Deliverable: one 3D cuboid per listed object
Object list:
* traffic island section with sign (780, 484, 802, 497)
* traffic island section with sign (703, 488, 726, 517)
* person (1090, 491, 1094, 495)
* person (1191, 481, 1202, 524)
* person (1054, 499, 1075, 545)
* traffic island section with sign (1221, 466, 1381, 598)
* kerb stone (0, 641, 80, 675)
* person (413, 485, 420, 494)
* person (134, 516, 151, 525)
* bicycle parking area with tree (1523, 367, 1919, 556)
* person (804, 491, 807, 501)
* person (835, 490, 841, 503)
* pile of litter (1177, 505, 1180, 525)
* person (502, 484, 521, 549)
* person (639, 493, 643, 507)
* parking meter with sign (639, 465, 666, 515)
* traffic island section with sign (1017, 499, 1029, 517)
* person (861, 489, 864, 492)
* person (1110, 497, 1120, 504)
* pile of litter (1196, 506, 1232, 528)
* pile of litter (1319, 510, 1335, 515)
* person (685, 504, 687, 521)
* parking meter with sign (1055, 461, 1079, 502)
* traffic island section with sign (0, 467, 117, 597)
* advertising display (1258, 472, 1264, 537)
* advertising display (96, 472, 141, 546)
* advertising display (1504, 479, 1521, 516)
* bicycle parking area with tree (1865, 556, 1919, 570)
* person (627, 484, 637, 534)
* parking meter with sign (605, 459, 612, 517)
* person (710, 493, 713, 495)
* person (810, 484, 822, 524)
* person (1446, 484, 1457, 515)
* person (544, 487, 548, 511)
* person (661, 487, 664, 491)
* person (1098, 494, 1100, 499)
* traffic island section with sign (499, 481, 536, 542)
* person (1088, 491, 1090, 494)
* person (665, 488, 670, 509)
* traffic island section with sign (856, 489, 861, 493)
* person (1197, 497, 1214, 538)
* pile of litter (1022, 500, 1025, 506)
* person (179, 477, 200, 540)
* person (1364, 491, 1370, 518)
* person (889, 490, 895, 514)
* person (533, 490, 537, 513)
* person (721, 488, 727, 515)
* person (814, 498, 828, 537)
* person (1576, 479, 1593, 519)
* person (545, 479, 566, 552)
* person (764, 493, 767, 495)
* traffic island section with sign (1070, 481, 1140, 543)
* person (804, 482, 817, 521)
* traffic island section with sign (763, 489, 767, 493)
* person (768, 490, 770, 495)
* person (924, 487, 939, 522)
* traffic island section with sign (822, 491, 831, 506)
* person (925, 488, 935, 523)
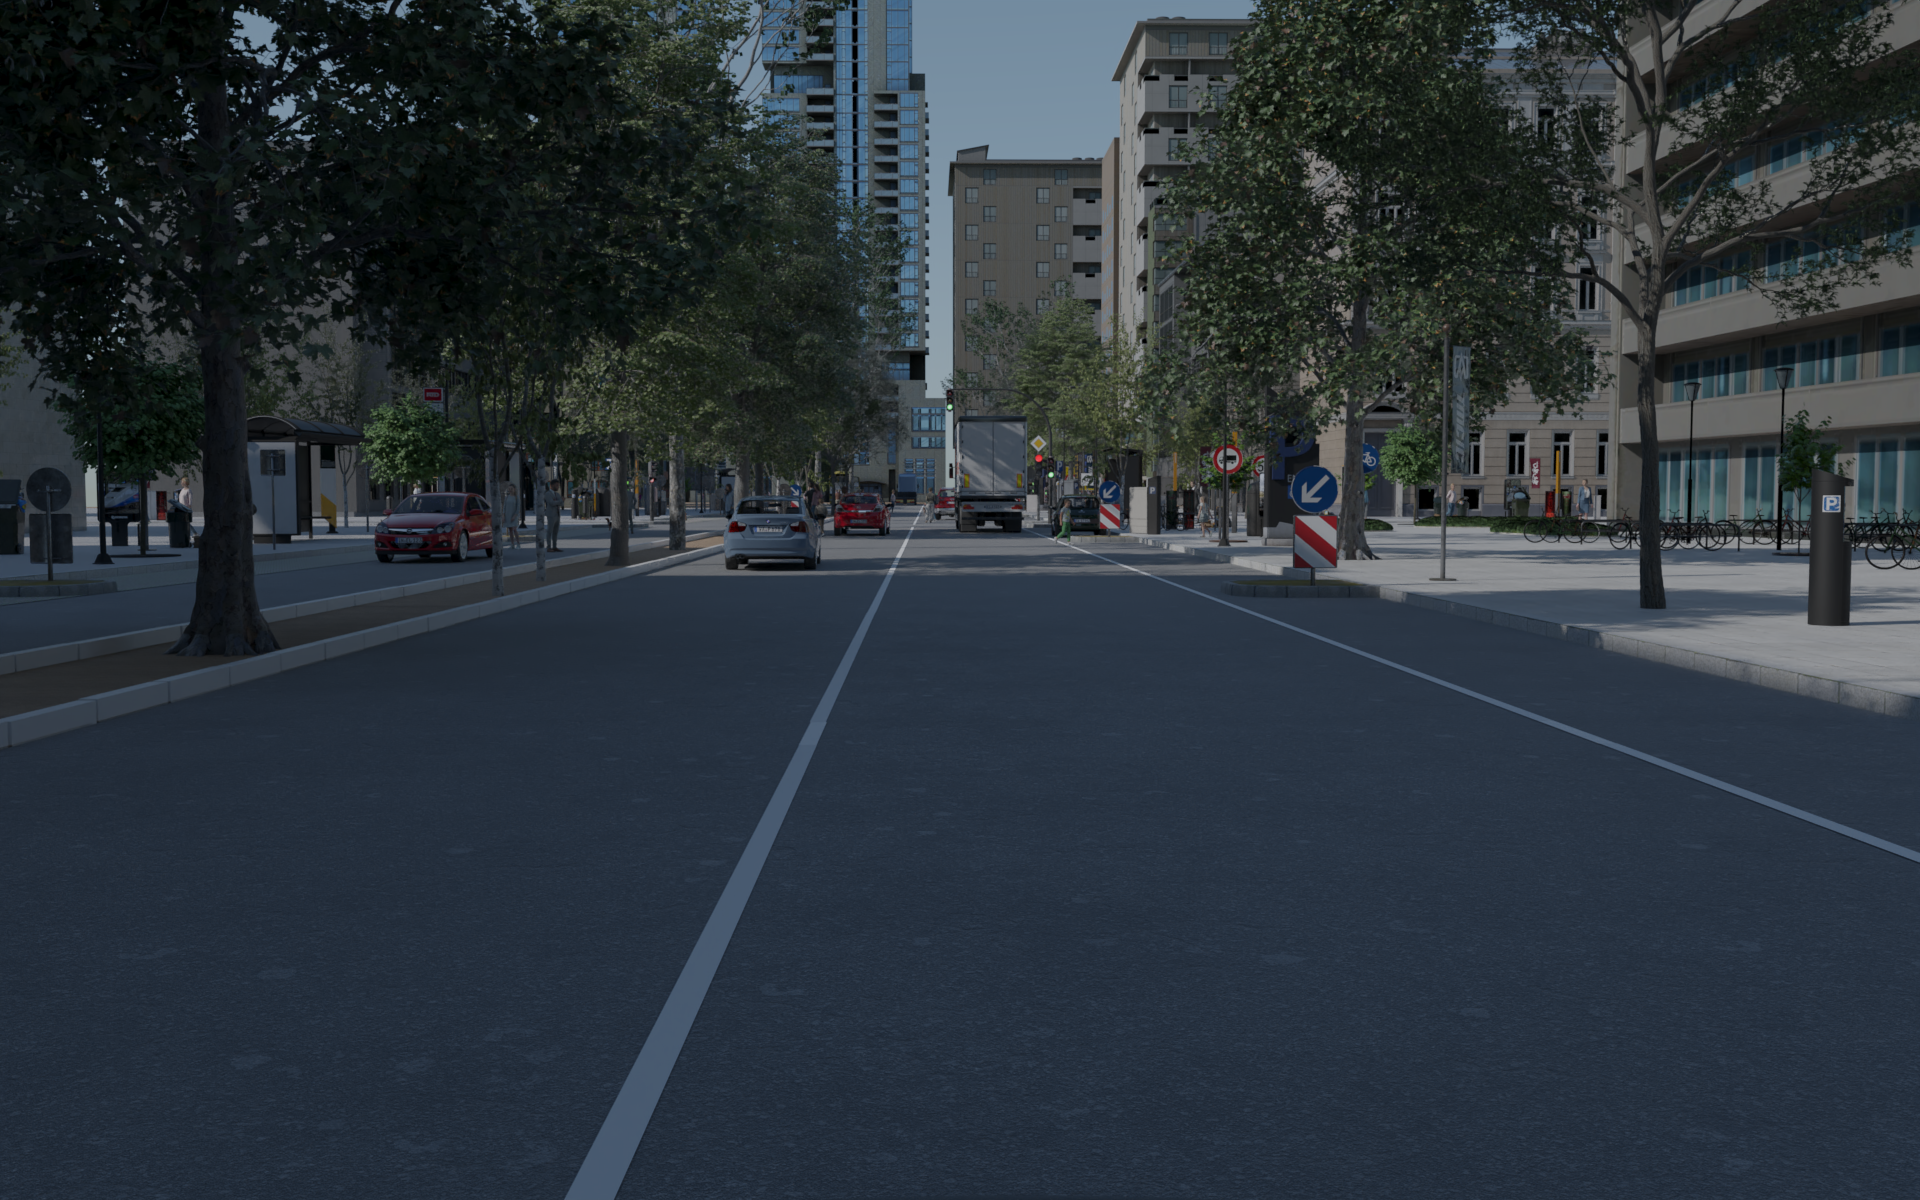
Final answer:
[{"bbox_3d":[-7.778,-4.530,82.205,2.006,1.907,1.989,0,4,-1],"label":"traffic island section with sign"},{"bbox_3d":[-14.794,-6.019,107.045,1.989,1.847,2.006,0,4,-1],"label":"traffic island section with sign"},{"bbox_3d":[13.156,-10.254,173.711,0.705,1.822,1.348,-1,4,-23],"label":"person"},{"bbox_3d":[10.052,-4.198,74.456,0.755,1.850,0.659,-1,4,-21],"label":"person"},{"bbox_3d":[2.974,-2.232,49.237,0.590,1.304,0.306,2,4,23],"label":"person"},{"bbox_3d":[4.812,-0.992,24.848,1.989,1.847,2.006,0,4,-1],"label":"traffic island section with sign"},{"bbox_3d":[-7.626,0.479,14.369,0.120,0.150,1.000,0,4,-1],"label":"kerb stone"},{"bbox_3d":[-26.758,-4.825,85.163,0.641,1.798,0.478,-1,4,-18],"label":"person"},{"bbox_3d":[-33.860,-3.980,71.707,0.643,1.750,0.593,-1,4,-19],"label":"person"},{"bbox_3d":[18.592,-3.365,42.026,9.016,4.147,8.231,1,4,15],"label":"bicycle parking area with tree"},{"bbox_3d":[-14.357,-9.303,161.537,0.436,1.711,0.756,0,4,5],"label":"person"},{"bbox_3d":[-10.587,-8.707,150.827,0.573,1.828,0.580,2,4,32],"label":"person"},{"bbox_3d":[8.849,-3.628,73.286,1.176,0.858,1.719,-1,4,-10],"label":"pile of litter"},{"bbox_3d":[-11.638,-2.174,45.045,0.512,1.701,0.522,1,4,11],"label":"person"},{"bbox_3d":[-31.697,-9.910,171.301,0.991,1.433,0.599,3,4,37],"label":"person"},{"bbox_3d":[-18.868,-6.696,105.736,1.738,3.016,0.543,-2,4,-30],"label":"parking meter with sign"},{"bbox_3d":[3.305,-6.091,108.212,1.989,1.847,2.006,0,4,-1],"label":"traffic island section with sign"},{"bbox_3d":[-7.216,-7.459,130.730,0.573,1.790,0.520,0,4,-2],"label":"person"},{"bbox_3d":[6.335,-3.920,70.397,0.793,1.790,0.793,1,4,18],"label":"person"},{"bbox_3d":[9.690,-3.195,66.197,1.719,0.858,1.176,-2,4,-27],"label":"pile of litter"},{"bbox_3d":[10.784,-2.188,49.743,1.176,0.858,1.719,0,4,4],"label":"pile of litter"},{"bbox_3d":[-14.843,-5.135,92.708,0.529,1.795,0.600,-2,4,-30],"label":"person"},{"bbox_3d":[5.756,-5.717,89.731,1.738,3.016,0.543,3,5,43],"label":"parking meter with sign"},{"bbox_3d":[-13.318,-0.991,24.827,1.989,1.847,2.006,0,4,-1],"label":"traffic island section with sign"},{"bbox_3d":[9.147,-2.803,51.044,0.123,1.923,0.974,-2,4,-28],"label":"advertising display"},{"bbox_3d":[-20.676,-2.286,42.586,0.974,1.923,0.123,-1,4,-20],"label":"advertising display"},{"bbox_3d":[24.084,-4.301,75.530,0.974,1.923,0.123,-2,4,-33],"label":"advertising display"},{"bbox_3d":[18.728,-2.354,25.488,9.016,4.147,8.231,1,4,21],"label":"bicycle parking area with tree"},{"bbox_3d":[-11.975,-3.290,62.392,0.635,1.810,0.391,-3,5,-43],"label":"person"},{"bbox_3d":[-16.936,-5.476,85.798,0.543,3.016,1.738,1,4,13],"label":"parking meter with sign"},{"bbox_3d":[-32.862,-13.481,229.650,0.628,1.438,0.799,1,4,9],"label":"person"},{"bbox_3d":[-5.453,-3.481,65.431,0.555,1.821,0.388,2,4,30],"label":"person"},{"bbox_3d":[21.259,-4.202,75.416,0.598,1.740,0.731,3,4,37],"label":"person"},{"bbox_3d":[-29.352,-7.126,122.464,0.656,1.842,0.836,-1,4,-16],"label":"person"},{"bbox_3d":[-21.297,-7.188,123.792,0.641,1.798,0.478,1,4,15],"label":"person"},{"bbox_3d":[14.709,-10.738,182.408,0.742,1.727,0.445,1,4,8],"label":"person"},{"bbox_3d":[-13.812,-2.686,52.549,1.989,1.847,2.006,0,4,-1],"label":"traffic island section with sign"},{"bbox_3d":[12.273,-9.735,166.155,0.436,1.711,0.756,3,5,41],"label":"person"},{"bbox_3d":[-24.837,-8.646,147.383,0.573,1.828,0.580,3,5,43],"label":"person"},{"bbox_3d":[-9.136,-9.125,157.331,2.006,1.907,1.989,0,4,-1],"label":"traffic island section with sign"},{"bbox_3d":[7.201,-2.445,51.026,0.382,1.210,0.505,3,5,43],"label":"person"},{"bbox_3d":[5.523,-7.818,141.792,1.176,0.858,1.719,-2,4,-28],"label":"pile of litter"},{"bbox_3d":[-21.382,-2.527,48.037,0.731,1.740,0.598,2,4,33],"label":"person"},{"bbox_3d":[19.227,-4.689,82.571,0.638,1.841,0.748,-2,4,-31],"label":"person"},{"bbox_3d":[-4.977,-7.104,125.320,0.598,1.740,0.731,0,4,-1],"label":"person"},{"bbox_3d":[-28.280,-6.730,116.183,0.850,1.850,0.679,2,4,24],"label":"person"},{"bbox_3d":[-15.614,-6.517,115.151,0.391,1.810,0.635,1,4,22],"label":"person"},{"bbox_3d":[-4.647,-2.760,57.894,0.475,1.303,0.640,-2,4,-28],"label":"person"},{"bbox_3d":[22.024,-3.365,61.076,0.581,1.822,0.654,1,4,13],"label":"person"},{"bbox_3d":[-9.974,-2.083,42.746,0.466,1.800,0.511,1,4,11],"label":"person"},{"bbox_3d":[-14.303,-7.146,127.936,0.503,1.515,0.523,-1,4,-20],"label":"person"},{"bbox_3d":[4.317,-2.662,52.145,1.989,1.847,2.006,0,4,-1],"label":"traffic island section with sign"},{"bbox_3d":[-5.797,-3.680,68.033,0.648,1.900,0.474,-3,5,-44],"label":"person"},{"bbox_3d":[-15.283,-7.683,134.239,1.989,1.847,2.006,0,4,-1],"label":"traffic island section with sign"},{"bbox_3d":[-22.353,-11.914,201.782,0.436,1.711,0.756,0,4,6],"label":"person"},{"bbox_3d":[-1.460,-4.936,89.558,0.721,1.781,0.623,0,4,4],"label":"person"},{"bbox_3d":[-16.664,-12.391,211.221,1.989,1.847,2.006,0,4,-1],"label":"traffic island section with sign"},{"bbox_3d":[-1.497,-4.757,86.834,0.519,1.759,0.362,-1,4,-10],"label":"person"}]
